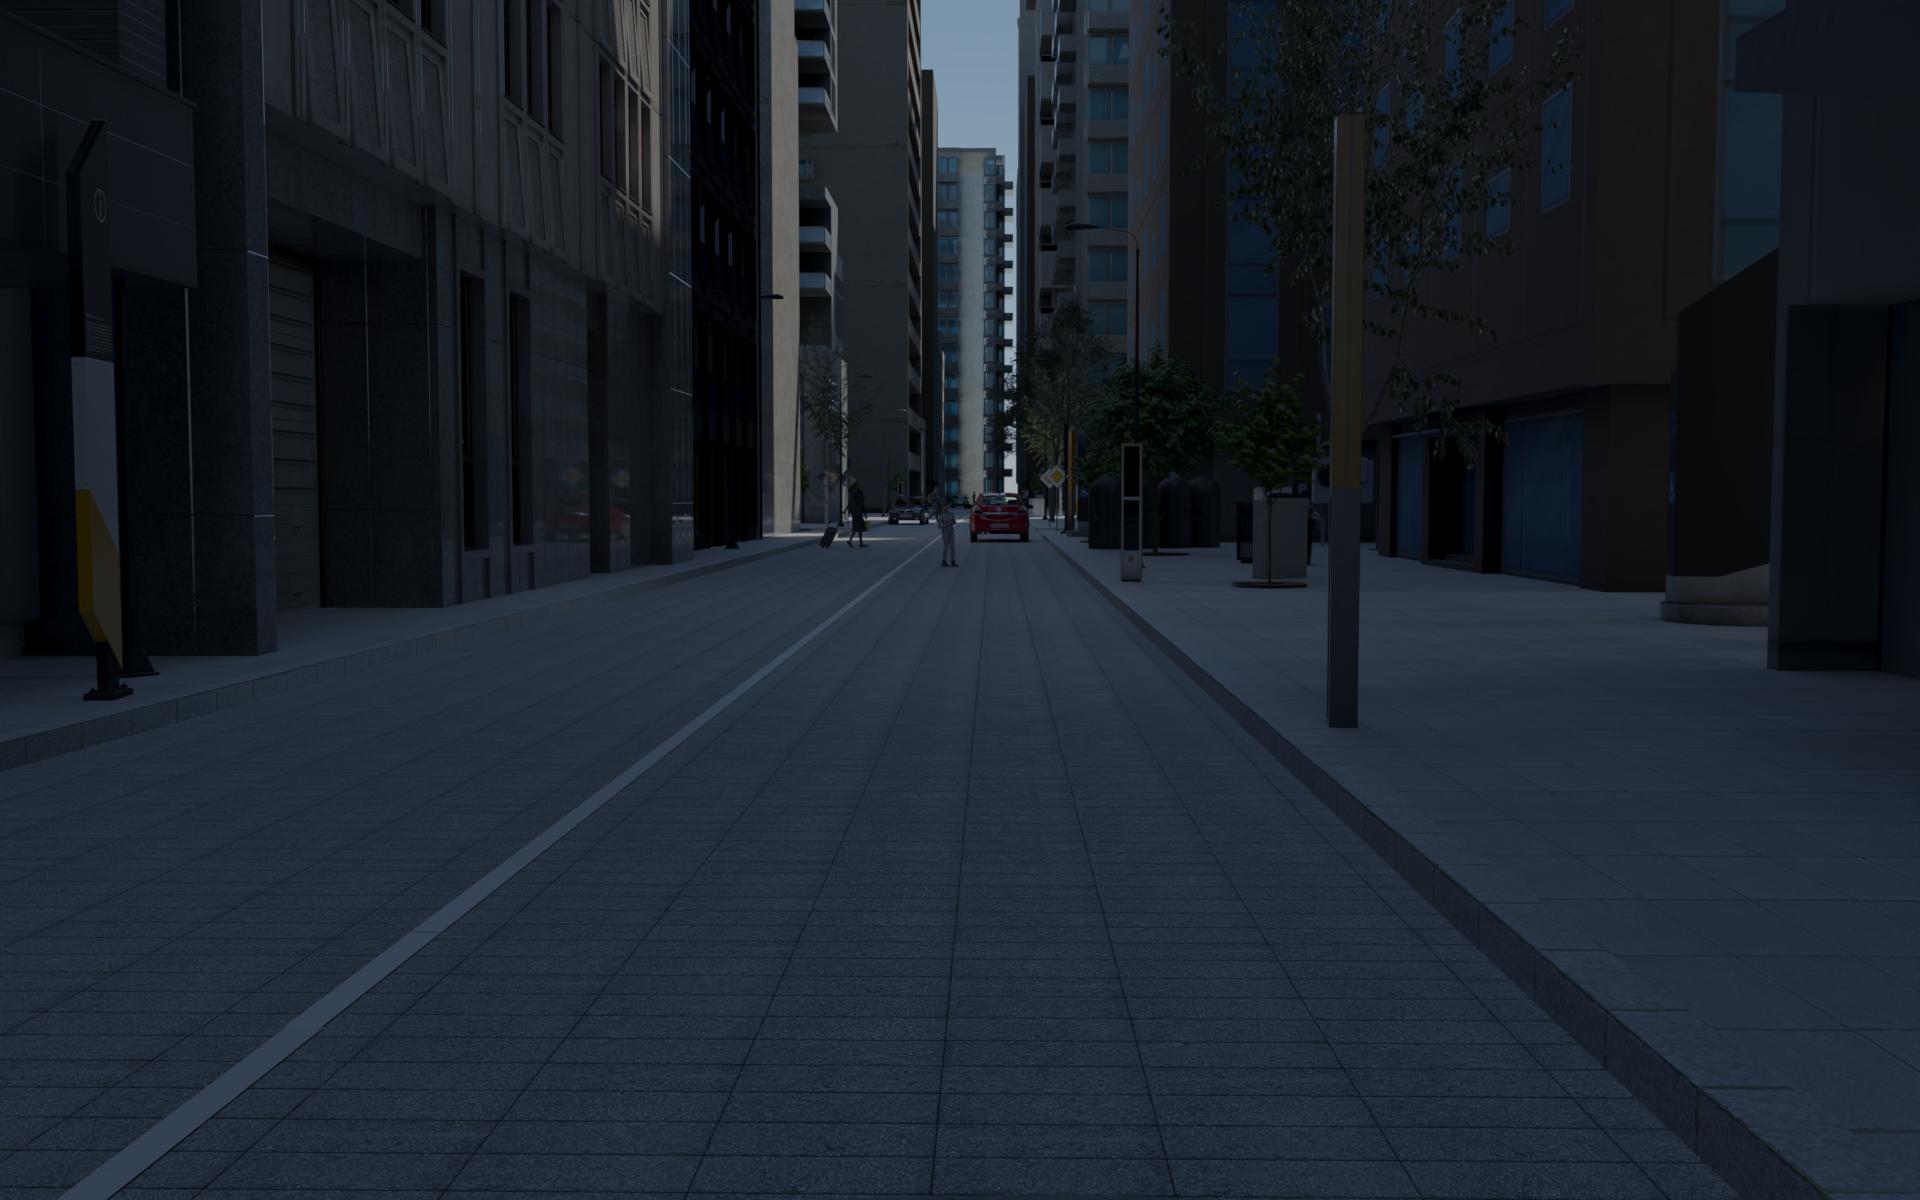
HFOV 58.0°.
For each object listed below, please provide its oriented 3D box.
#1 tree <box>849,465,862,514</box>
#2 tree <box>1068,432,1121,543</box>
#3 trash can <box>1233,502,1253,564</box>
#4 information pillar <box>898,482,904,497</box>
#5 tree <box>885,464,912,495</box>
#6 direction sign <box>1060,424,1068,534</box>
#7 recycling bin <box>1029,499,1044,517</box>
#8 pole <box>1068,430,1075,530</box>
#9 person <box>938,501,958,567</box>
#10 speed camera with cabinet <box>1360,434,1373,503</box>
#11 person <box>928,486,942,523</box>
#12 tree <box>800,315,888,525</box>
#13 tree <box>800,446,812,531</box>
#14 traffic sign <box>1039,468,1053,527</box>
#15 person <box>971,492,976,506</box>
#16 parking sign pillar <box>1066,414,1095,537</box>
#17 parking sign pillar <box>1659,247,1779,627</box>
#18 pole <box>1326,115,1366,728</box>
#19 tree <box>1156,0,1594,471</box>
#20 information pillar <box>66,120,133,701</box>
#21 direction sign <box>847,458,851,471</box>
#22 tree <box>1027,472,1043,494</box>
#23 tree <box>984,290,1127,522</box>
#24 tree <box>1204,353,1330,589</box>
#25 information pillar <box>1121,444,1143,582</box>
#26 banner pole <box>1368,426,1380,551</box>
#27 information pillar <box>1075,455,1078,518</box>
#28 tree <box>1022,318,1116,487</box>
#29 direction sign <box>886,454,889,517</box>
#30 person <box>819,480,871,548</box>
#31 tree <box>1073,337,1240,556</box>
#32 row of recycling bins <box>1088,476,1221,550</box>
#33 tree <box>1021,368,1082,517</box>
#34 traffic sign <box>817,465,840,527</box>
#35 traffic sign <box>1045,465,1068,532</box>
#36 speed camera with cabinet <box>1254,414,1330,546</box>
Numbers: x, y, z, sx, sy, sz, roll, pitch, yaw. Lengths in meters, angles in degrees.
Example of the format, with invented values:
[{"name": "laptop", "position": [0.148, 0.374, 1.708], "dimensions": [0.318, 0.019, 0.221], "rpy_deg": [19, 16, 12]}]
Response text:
[{"name": "tree", "position": [-7.196, -7.229, 112.802], "dimensions": [1.663, 3.219, 1.824], "rpy_deg": [0, 3, 0]}, {"name": "tree", "position": [3.623, -3.128, 45.750], "dimensions": [1.663, 3.219, 1.824], "rpy_deg": [0, 3, 0]}, {"name": "trash can", "position": [5.441, -1.254, 32.152], "dimensions": [0.748, 1.137, 0.748], "rpy_deg": [0, 3, 0]}, {"name": "information pillar", "position": [-3.529, -6.063, 103.621], "dimensions": [0.304, 2.012, 0.304], "rpy_deg": [1, 4, 16]}, {"name": "tree", "position": [-4.080, -7.196, 112.249], "dimensions": [1.663, 3.219, 1.824], "rpy_deg": [0, 3, 0]}, {"name": "direction sign", "position": [3.418, -3.917, 56.040], "dimensions": [0.379, 3.537, 0.876], "rpy_deg": [1, 4, 11]}, {"name": "recycling bin", "position": [4.239, -5.069, 95.430], "dimensions": [0.722, 1.027, 0.722], "rpy_deg": [-1, 4, -17]}, {"name": "pole", "position": [3.539, -3.741, 55.007], "dimensions": [0.158, 3.312, 0.155], "rpy_deg": [0, 3, 0]}, {"name": "person", "position": [-0.214, -1.300, 34.039], "dimensions": [0.394, 1.301, 0.425], "rpy_deg": [3, 5, 41]}, {"name": "speed camera with cabinet", "position": [10.837, -3.042, 44.073], "dimensions": [2.038, 3.252, 0.660], "rpy_deg": [0, 4, 6]}, {"name": "person", "position": [-1.287, -4.798, 86.912], "dimensions": [0.822, 1.834, 0.622], "rpy_deg": [0, 4, -2]}, {"name": "tree", "position": [-5.346, -7.449, 72.151], "dimensions": [4.360, 8.622, 3.978], "rpy_deg": [0, 3, 0]}, {"name": "tree", "position": [-5.709, -4.051, 60.828], "dimensions": [1.663, 3.219, 1.824], "rpy_deg": [0, 3, 0]}, {"name": "traffic sign", "position": [3.481, -3.892, 67.279], "dimensions": [0.795, 2.450, 0.064], "rpy_deg": [0, 4, 1]}, {"name": "person", "position": [1.610, -12.084, 206.904], "dimensions": [0.721, 1.723, 1.217], "rpy_deg": [2, 4, 28]}, {"name": "parking sign pillar", "position": [3.929, -3.902, 52.272], "dimensions": [1.447, 3.967, 1.447], "rpy_deg": [1, 4, 20]}, {"name": "parking sign pillar", "position": [7.828, -1.765, 17.336], "dimensions": [1.447, 3.967, 1.447], "rpy_deg": [1, 4, 12]}, {"name": "pole", "position": [2.110, -0.956, 9.472], "dimensions": [0.158, 3.312, 0.155], "rpy_deg": [0, 3, 0]}, {"name": "tree", "position": [3.948, -4.108, 17.521], "dimensions": [4.360, 8.622, 3.978], "rpy_deg": [0, 3, 0]}, {"name": "information pillar", "position": [-5.354, -1.185, 10.722], "dimensions": [0.183, 3.616, 0.504], "rpy_deg": [0, 4, -7]}, {"name": "direction sign", "position": [-7.161, -7.172, 109.256], "dimensions": [0.379, 3.537, 0.876], "rpy_deg": [2, 4, 33]}, {"name": "tree", "position": [6.534, -9.262, 146.035], "dimensions": [1.663, 3.219, 1.824], "rpy_deg": [0, 3, 0]}, {"name": "tree", "position": [4.511, -8.847, 79.063], "dimensions": [7.601, 10.594, 8.767], "rpy_deg": [1, 4, 22]}, {"name": "tree", "position": [4.411, -1.788, 23.835], "dimensions": [1.663, 3.219, 1.824], "rpy_deg": [0, 3, 0]}, {"name": "information pillar", "position": [2.518, -1.277, 25.369], "dimensions": [0.304, 2.012, 0.304], "rpy_deg": [1, 4, 8]}, {"name": "banner pole", "position": [9.664, -3.011, 39.246], "dimensions": [0.401, 3.779, 0.863], "rpy_deg": [-3, 4, -36]}, {"name": "information pillar", "position": [6.381, -6.145, 91.827], "dimensions": [0.504, 3.616, 0.183], "rpy_deg": [0, 4, -7]}, {"name": "tree", "position": [4.801, -7.423, 71.728], "dimensions": [4.360, 8.622, 3.978], "rpy_deg": [0, 3, 0]}, {"name": "direction sign", "position": [-4.066, -6.533, 98.819], "dimensions": [0.379, 3.537, 0.876], "rpy_deg": [0, 4, -1]}, {"name": "person", "position": [-3.061, -2.310, 46.479], "dimensions": [1.509, 1.804, 0.699], "rpy_deg": [-2, 4, -26]}, {"name": "tree", "position": [4.058, -3.226, 36.462], "dimensions": [4.285, 4.588, 4.351], "rpy_deg": [0, 3, 0]}, {"name": "row of recycling bins", "position": [4.672, -2.075, 41.043], "dimensions": [3.534, 1.692, 1.069], "rpy_deg": [-2, 4, -28]}, {"name": "tree", "position": [5.431, -8.998, 97.486], "dimensions": [4.737, 8.622, 4.395], "rpy_deg": [0, 3, 0]}, {"name": "traffic sign", "position": [-4.523, -3.415, 59.474], "dimensions": [0.795, 2.450, 0.064], "rpy_deg": [0, 4, 1]}, {"name": "traffic sign", "position": [3.319, -3.404, 59.296], "dimensions": [0.795, 2.450, 0.064], "rpy_deg": [0, 4, 1]}, {"name": "speed camera with cabinet", "position": [8.224, -2.936, 42.334], "dimensions": [2.038, 3.252, 0.660], "rpy_deg": [-1, 4, -16]}]
